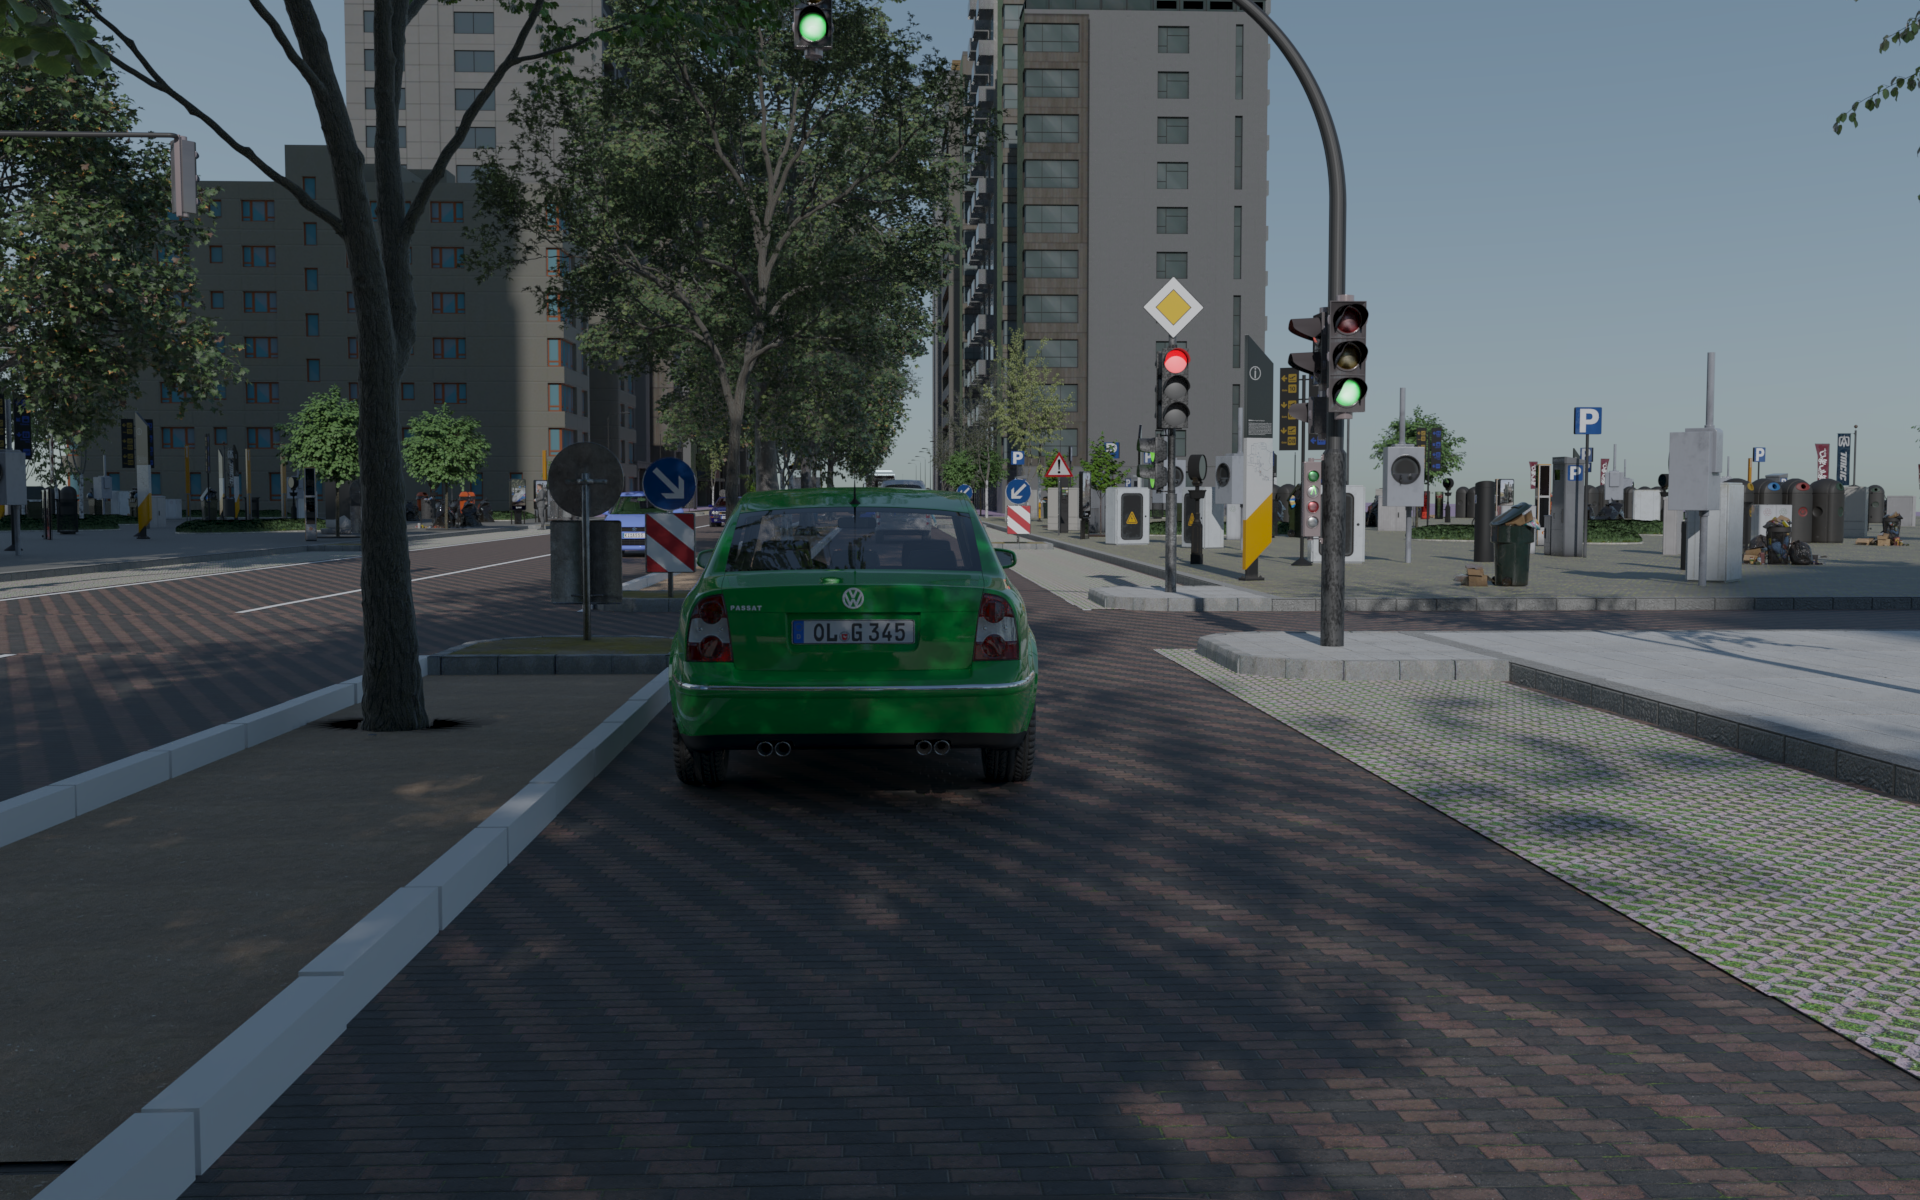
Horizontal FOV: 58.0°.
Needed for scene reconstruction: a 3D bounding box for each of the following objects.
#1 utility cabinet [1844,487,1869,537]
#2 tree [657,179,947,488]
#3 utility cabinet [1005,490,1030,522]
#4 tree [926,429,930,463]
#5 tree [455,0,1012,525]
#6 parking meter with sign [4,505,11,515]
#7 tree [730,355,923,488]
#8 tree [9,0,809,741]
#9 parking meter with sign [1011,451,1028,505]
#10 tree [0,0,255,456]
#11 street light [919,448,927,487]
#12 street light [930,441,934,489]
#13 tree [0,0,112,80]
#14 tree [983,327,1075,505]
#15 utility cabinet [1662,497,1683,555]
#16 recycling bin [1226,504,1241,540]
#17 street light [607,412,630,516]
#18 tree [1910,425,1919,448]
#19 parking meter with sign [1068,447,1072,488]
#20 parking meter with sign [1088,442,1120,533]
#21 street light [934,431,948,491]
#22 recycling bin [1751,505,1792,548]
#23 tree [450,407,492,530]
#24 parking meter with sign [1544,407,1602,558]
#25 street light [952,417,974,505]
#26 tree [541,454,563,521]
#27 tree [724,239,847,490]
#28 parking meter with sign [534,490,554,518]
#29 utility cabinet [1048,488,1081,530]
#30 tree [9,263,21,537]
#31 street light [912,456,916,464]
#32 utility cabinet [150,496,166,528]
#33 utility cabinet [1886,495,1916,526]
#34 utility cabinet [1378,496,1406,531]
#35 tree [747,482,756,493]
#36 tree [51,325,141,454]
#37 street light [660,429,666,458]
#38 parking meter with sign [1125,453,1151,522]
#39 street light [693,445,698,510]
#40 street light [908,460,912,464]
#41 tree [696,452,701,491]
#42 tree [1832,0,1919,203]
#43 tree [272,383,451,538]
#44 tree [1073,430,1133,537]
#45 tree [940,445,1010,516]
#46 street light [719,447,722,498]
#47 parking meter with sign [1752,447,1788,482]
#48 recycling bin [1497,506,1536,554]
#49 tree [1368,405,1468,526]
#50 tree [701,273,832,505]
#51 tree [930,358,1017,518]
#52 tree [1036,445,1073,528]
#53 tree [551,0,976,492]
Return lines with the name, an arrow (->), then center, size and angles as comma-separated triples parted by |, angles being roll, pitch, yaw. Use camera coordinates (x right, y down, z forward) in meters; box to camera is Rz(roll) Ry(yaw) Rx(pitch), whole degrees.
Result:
utility cabinet -> 26.123, -2.596, 51.121 | 1.173, 1.500, 0.318 | 3, 5, 43
tree -> -5.272, -8.544, 59.158 | 9.611, 12.733, 9.660 | 0, 3, 0
utility cabinet -> 2.534, -4.282, 78.695 | 0.318, 1.500, 1.173 | -3, 5, -39
tree -> -1.613, -14.147, 181.668 | 4.360, 8.622, 3.978 | 0, 3, 0
tree -> -3.572, -5.460, 26.138 | 8.767, 10.594, 7.601 | 0, 4, -3
parking meter with sign -> -51.585, -5.963, 93.748 | 0.543, 3.016, 1.738 | 0, 4, -1
tree -> -6.939, -10.348, 82.010 | 12.009, 13.543, 11.850 | 0, 3, 0
tree -> -3.567, -5.023, 10.333 | 9.928, 11.665, 9.643 | 0, 3, 0
parking meter with sign -> 2.426, -4.479, 69.487 | 0.543, 3.016, 1.738 | 0, 4, -6
tree -> -16.936, -6.845, 28.932 | 9.611, 12.733, 9.660 | 0, 3, 0
street light -> -3.149, -12.329, 174.120 | 1.470, 5.913, 1.316 | 0, 4, -3
street light -> -1.932, -10.911, 150.943 | 1.470, 5.913, 1.316 | 0, 4, -3
tree -> -2.716, -4.952, 1.545 | 7.486, 12.596, 7.792 | 0, 3, 0
tree -> 2.983, -7.687, 76.046 | 4.737, 8.622, 4.395 | 0, 3, 0
utility cabinet -> 15.262, -1.583, 37.045 | 0.306, 1.237, 1.020 | 2, 4, 29
recycling bin -> 7.844, -2.197, 48.477 | 0.722, 1.027, 0.722 | 1, 4, 13
street light -> -19.324, -7.673, 97.988 | 1.470, 5.913, 1.316 | 0, 4, -3
tree -> 26.972, -3.789, 45.666 | 4.285, 4.588, 4.351 | 0, 3, 0
parking meter with sign -> 4.858, -4.106, 63.390 | 1.738, 3.016, 0.543 | 1, 4, 9
parking meter with sign -> 4.705, -3.754, 57.632 | 0.543, 3.016, 1.738 | 2, 4, 29
street light -> -0.949, -9.498, 127.831 | 1.470, 5.913, 1.316 | 0, 4, -3
recycling bin -> 18.982, -1.711, 40.533 | 0.722, 1.027, 0.722 | 1, 4, 10
tree -> -18.309, -4.764, 61.606 | 4.285, 4.588, 4.351 | 0, 3, 0
parking meter with sign -> 12.512, -2.405, 35.578 | 0.543, 3.016, 1.738 | 0, 4, -4
street light -> 0.272, -8.105, 105.053 | 1.470, 5.913, 1.316 | 0, 4, -3
tree -> -19.458, -5.468, 83.997 | 1.663, 3.219, 1.824 | 0, 3, 0
tree -> -4.490, -5.576, 43.979 | 4.360, 8.622, 3.978 | 0, 3, 0
parking meter with sign -> -21.950, -5.902, 92.751 | 1.738, 3.016, 0.543 | 1, 4, 12
utility cabinet -> 3.663, -3.177, 60.624 | 1.173, 1.500, 0.318 | 2, 4, 31
tree -> -28.090, -6.200, 51.735 | 4.737, 8.622, 4.395 | 0, 3, 0
street light -> -4.783, -14.595, 211.172 | 1.470, 5.913, 1.316 | 0, 4, -3
utility cabinet -> -30.794, -3.357, 66.045 | 0.306, 1.237, 1.020 | 2, 4, 24
utility cabinet -> 37.592, -3.548, 69.173 | 0.306, 1.237, 1.020 | -2, 4, -35
utility cabinet -> 15.153, -3.021, 60.555 | 1.020, 1.237, 0.306 | 1, 4, 23
tree -> -26.094, -13.488, 215.127 | 1.663, 3.219, 1.824 | 0, 3, 0
tree -> -33.480, -7.067, 65.903 | 4.360, 8.622, 3.978 | 0, 3, 0
street light -> -20.374, -9.083, 121.050 | 1.470, 5.913, 1.316 | 0, 4, -3
parking meter with sign -> 6.720, -4.326, 66.993 | 1.738, 3.016, 0.543 | -3, 4, -38
street light -> -21.438, -10.465, 143.644 | 1.470, 5.913, 1.316 | 0, 4, -3
street light -> -5.865, -15.977, 233.765 | 1.470, 5.913, 1.316 | 0, 4, -3
tree -> -24.754, -13.596, 172.656 | 4.737, 8.622, 4.395 | 0, 3, 0
tree -> 6.475, -3.663, 10.250 | 4.360, 8.622, 3.978 | 0, 3, 0
tree -> -18.201, -4.098, 50.716 | 4.285, 4.588, 4.351 | 0, 3, 0
tree -> 4.386, -3.526, 52.257 | 1.663, 3.219, 1.824 | 0, 3, 0
tree -> 1.143, -7.150, 100.618 | 4.285, 4.588, 4.351 | 0, 3, 0
street light -> -22.592, -11.885, 166.853 | 1.470, 5.913, 1.316 | 0, 4, -3
parking meter with sign -> 30.065, -4.132, 63.812 | 0.543, 3.016, 1.738 | -1, 4, -22
recycling bin -> 11.951, -1.508, 37.216 | 0.722, 1.027, 0.722 | 1, 4, 10
tree -> 16.614, -4.857, 63.133 | 4.285, 4.588, 4.351 | 0, 3, 0
tree -> -4.977, -5.954, 50.168 | 4.737, 8.622, 4.395 | 0, 3, 0
tree -> 1.200, -8.725, 93.012 | 4.360, 8.622, 3.978 | 0, 3, 0
tree -> 3.557, -4.388, 66.353 | 1.663, 3.219, 1.824 | 0, 3, 0
tree -> -4.033, -7.781, 36.325 | 9.857, 13.997, 8.962 | 0, 3, 0
